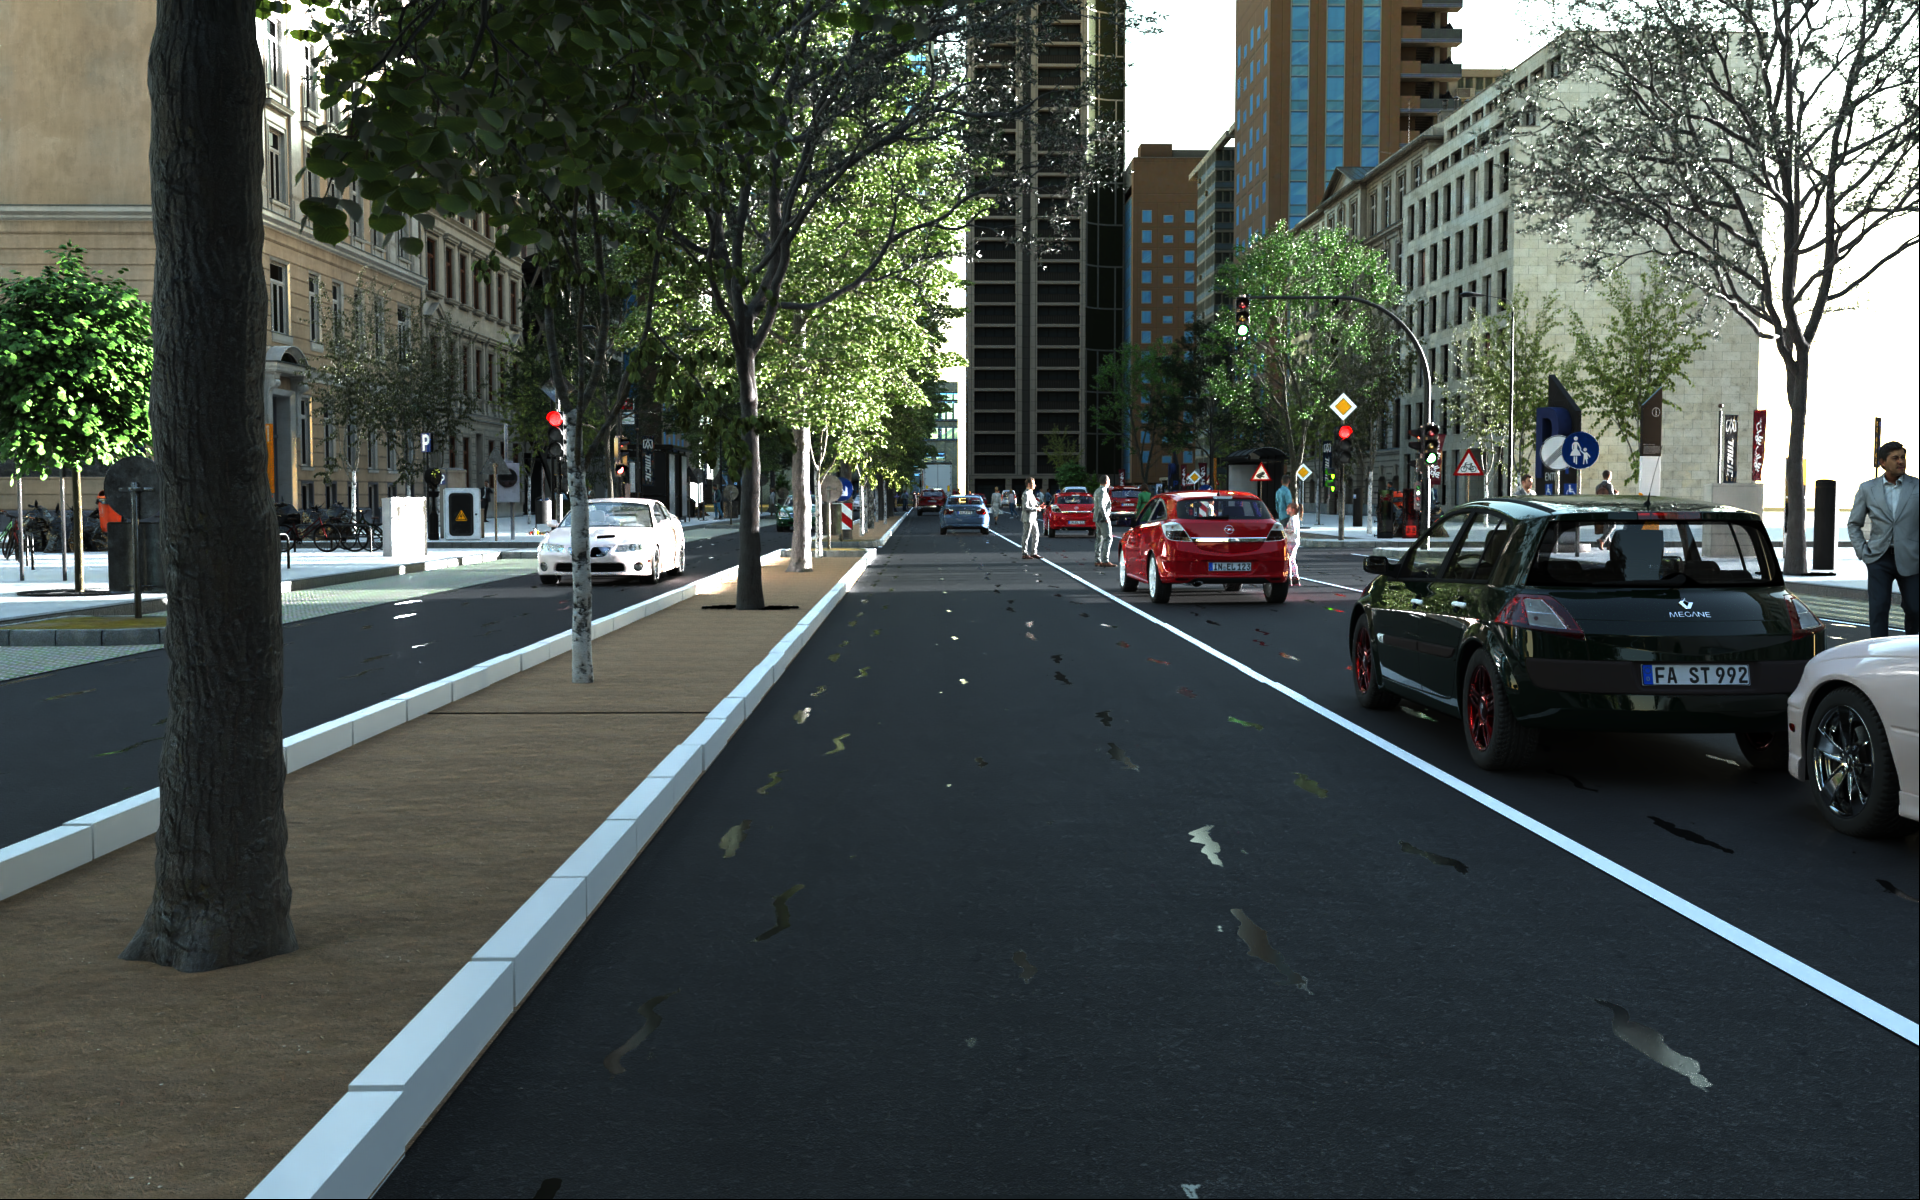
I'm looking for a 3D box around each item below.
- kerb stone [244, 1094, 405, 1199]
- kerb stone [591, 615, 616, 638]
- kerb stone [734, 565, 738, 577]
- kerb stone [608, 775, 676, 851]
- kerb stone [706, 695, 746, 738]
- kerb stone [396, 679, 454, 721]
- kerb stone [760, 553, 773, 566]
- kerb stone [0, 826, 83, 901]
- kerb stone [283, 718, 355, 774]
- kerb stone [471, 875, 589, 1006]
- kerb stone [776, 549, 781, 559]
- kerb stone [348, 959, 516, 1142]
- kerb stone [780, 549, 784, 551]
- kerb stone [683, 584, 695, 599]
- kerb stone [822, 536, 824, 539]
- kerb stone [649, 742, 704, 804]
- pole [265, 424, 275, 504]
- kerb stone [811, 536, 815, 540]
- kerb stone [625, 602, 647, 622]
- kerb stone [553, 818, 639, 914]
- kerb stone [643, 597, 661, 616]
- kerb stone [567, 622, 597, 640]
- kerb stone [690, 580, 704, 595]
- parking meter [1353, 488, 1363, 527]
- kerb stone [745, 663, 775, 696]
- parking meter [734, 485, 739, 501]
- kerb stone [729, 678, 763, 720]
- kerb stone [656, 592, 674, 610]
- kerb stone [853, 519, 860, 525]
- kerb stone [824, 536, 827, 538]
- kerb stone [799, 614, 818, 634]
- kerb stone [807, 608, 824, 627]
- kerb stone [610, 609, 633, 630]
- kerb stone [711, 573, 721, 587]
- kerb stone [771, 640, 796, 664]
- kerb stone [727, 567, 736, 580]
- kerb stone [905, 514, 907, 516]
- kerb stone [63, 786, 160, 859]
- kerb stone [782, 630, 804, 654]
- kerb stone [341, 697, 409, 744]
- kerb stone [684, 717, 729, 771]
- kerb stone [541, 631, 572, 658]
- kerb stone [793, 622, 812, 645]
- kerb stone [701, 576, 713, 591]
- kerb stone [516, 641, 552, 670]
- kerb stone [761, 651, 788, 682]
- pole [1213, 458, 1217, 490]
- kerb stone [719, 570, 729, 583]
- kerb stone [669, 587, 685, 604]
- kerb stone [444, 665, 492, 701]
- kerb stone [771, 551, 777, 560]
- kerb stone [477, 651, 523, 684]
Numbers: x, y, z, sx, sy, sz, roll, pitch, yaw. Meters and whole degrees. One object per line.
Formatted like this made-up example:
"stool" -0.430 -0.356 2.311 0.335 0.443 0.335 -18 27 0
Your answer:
"kerb stone" -1.251 1.166 3.246 0.120 0.150 1.000 0 4 -1
"kerb stone" -3.656 0.287 17.507 0.120 0.150 1.000 0 4 -1
"kerb stone" -3.913 -0.468 29.848 0.120 0.150 1.000 0 4 -1
"kerb stone" -1.348 0.909 7.344 0.120 0.150 1.000 0 4 -1
"kerb stone" -1.413 0.722 10.421 0.120 0.150 1.000 0 4 -1
"kerb stone" -3.528 0.666 11.343 0.120 0.150 1.000 0 4 -1
"kerb stone" -4.045 -0.844 35.992 0.120 0.150 1.000 0 4 -1
"kerb stone" -3.419 0.982 6.222 0.120 0.150 1.000 0 4 -1
"kerb stone" -3.488 0.789 9.293 0.120 0.150 1.000 0 4 -1
"kerb stone" -1.302 1.034 5.295 0.120 0.150 1.000 0 4 -1
"kerb stone" -4.083 -0.969 38.043 0.120 0.150 1.000 0 4 -1
"kerb stone" -1.281 1.099 4.270 0.120 0.150 1.000 0 4 -1
"kerb stone" -4.106 -1.032 39.065 0.120 0.150 1.000 0 4 -1
"kerb stone" -3.779 -0.086 23.685 0.120 0.150 1.000 0 4 -1
"kerb stone" -4.409 -1.939 53.890 0.120 0.150 1.000 0 4 -1
"kerb stone" -1.371 0.846 8.366 0.120 0.150 1.000 0 4 -1
"pole" -20.035 -3.455 50.326 0.158 3.312 0.155 0 3 0
"kerb stone" -4.395 -1.876 52.868 0.120 0.150 1.000 0 4 -1
"kerb stone" -3.701 0.161 19.565 0.120 0.150 1.000 0 4 -1
"kerb stone" -1.324 0.972 6.321 0.120 0.150 1.000 0 4 -1
"kerb stone" -3.718 0.098 20.597 0.120 0.150 1.000 0 4 -1
"kerb stone" -3.634 0.349 16.485 0.120 0.150 1.000 0 4 -1
"kerb stone" -3.810 -0.153 24.714 0.120 0.150 1.000 0 4 -1
"parking meter" 15.731 -3.674 68.474 0.372 1.533 0.369 0 3 0
"kerb stone" -1.452 0.597 12.479 0.120 0.150 1.000 0 4 -1
"parking meter" -13.156 -5.840 101.198 0.399 1.863 0.255 -2 4 -33
"kerb stone" -1.425 0.657 11.448 0.120 0.150 1.000 0 4 -1
"kerb stone" -3.739 0.034 21.632 0.120 0.150 1.000 0 4 -1
"kerb stone" -5.062 -3.822 84.677 0.120 0.150 1.000 0 4 -1
"kerb stone" -4.504 -2.190 58.000 0.120 0.150 1.000 0 4 -1
"kerb stone" -1.559 0.281 17.608 0.120 0.150 1.000 0 4 -1
"kerb stone" -1.580 0.219 18.630 0.120 0.150 1.000 0 4 -1
"kerb stone" -3.674 0.227 18.536 0.120 0.150 1.000 0 4 -1
"kerb stone" -3.847 -0.280 26.769 0.120 0.150 1.000 0 4 -1
"kerb stone" -1.498 0.471 14.533 0.120 0.150 1.000 0 4 -1
"kerb stone" -3.889 -0.405 28.812 0.120 0.150 1.000 0 4 -1
"kerb stone" -3.252 -4.702 99.074 0.120 0.150 1.000 0 4 -1
"kerb stone" -3.444 0.915 7.243 0.120 0.150 1.000 0 4 -1
"kerb stone" -1.518 0.406 15.554 0.120 0.150 1.000 0 4 -1
"kerb stone" -3.510 0.730 10.321 0.120 0.150 1.000 0 4 -1
"kerb stone" -1.382 0.786 9.399 0.120 0.150 1.000 0 4 -1
"kerb stone" -3.613 0.412 15.455 0.120 0.150 1.000 0 4 -1
"kerb stone" -1.534 0.350 16.576 0.120 0.150 1.000 0 4 -1
"kerb stone" -3.826 -0.217 25.747 0.120 0.150 1.000 0 4 -1
"kerb stone" -3.590 0.478 14.427 0.120 0.150 1.000 0 4 -1
"kerb stone" -1.464 0.535 13.503 0.120 0.150 1.000 0 4 -1
"pole" 14.339 -6.336 97.439 0.158 3.312 0.155 0 3 0
"kerb stone" -3.870 -0.342 27.790 0.120 0.150 1.000 0 4 -1
"kerb stone" -3.765 -0.029 22.662 0.120 0.150 1.000 0 4 -1
"kerb stone" -3.543 0.604 12.365 0.120 0.150 1.000 0 4 -1
"kerb stone" -4.059 -0.905 37.014 0.120 0.150 1.000 0 4 -1
"kerb stone" -3.579 0.538 13.400 0.120 0.150 1.000 0 4 -1
